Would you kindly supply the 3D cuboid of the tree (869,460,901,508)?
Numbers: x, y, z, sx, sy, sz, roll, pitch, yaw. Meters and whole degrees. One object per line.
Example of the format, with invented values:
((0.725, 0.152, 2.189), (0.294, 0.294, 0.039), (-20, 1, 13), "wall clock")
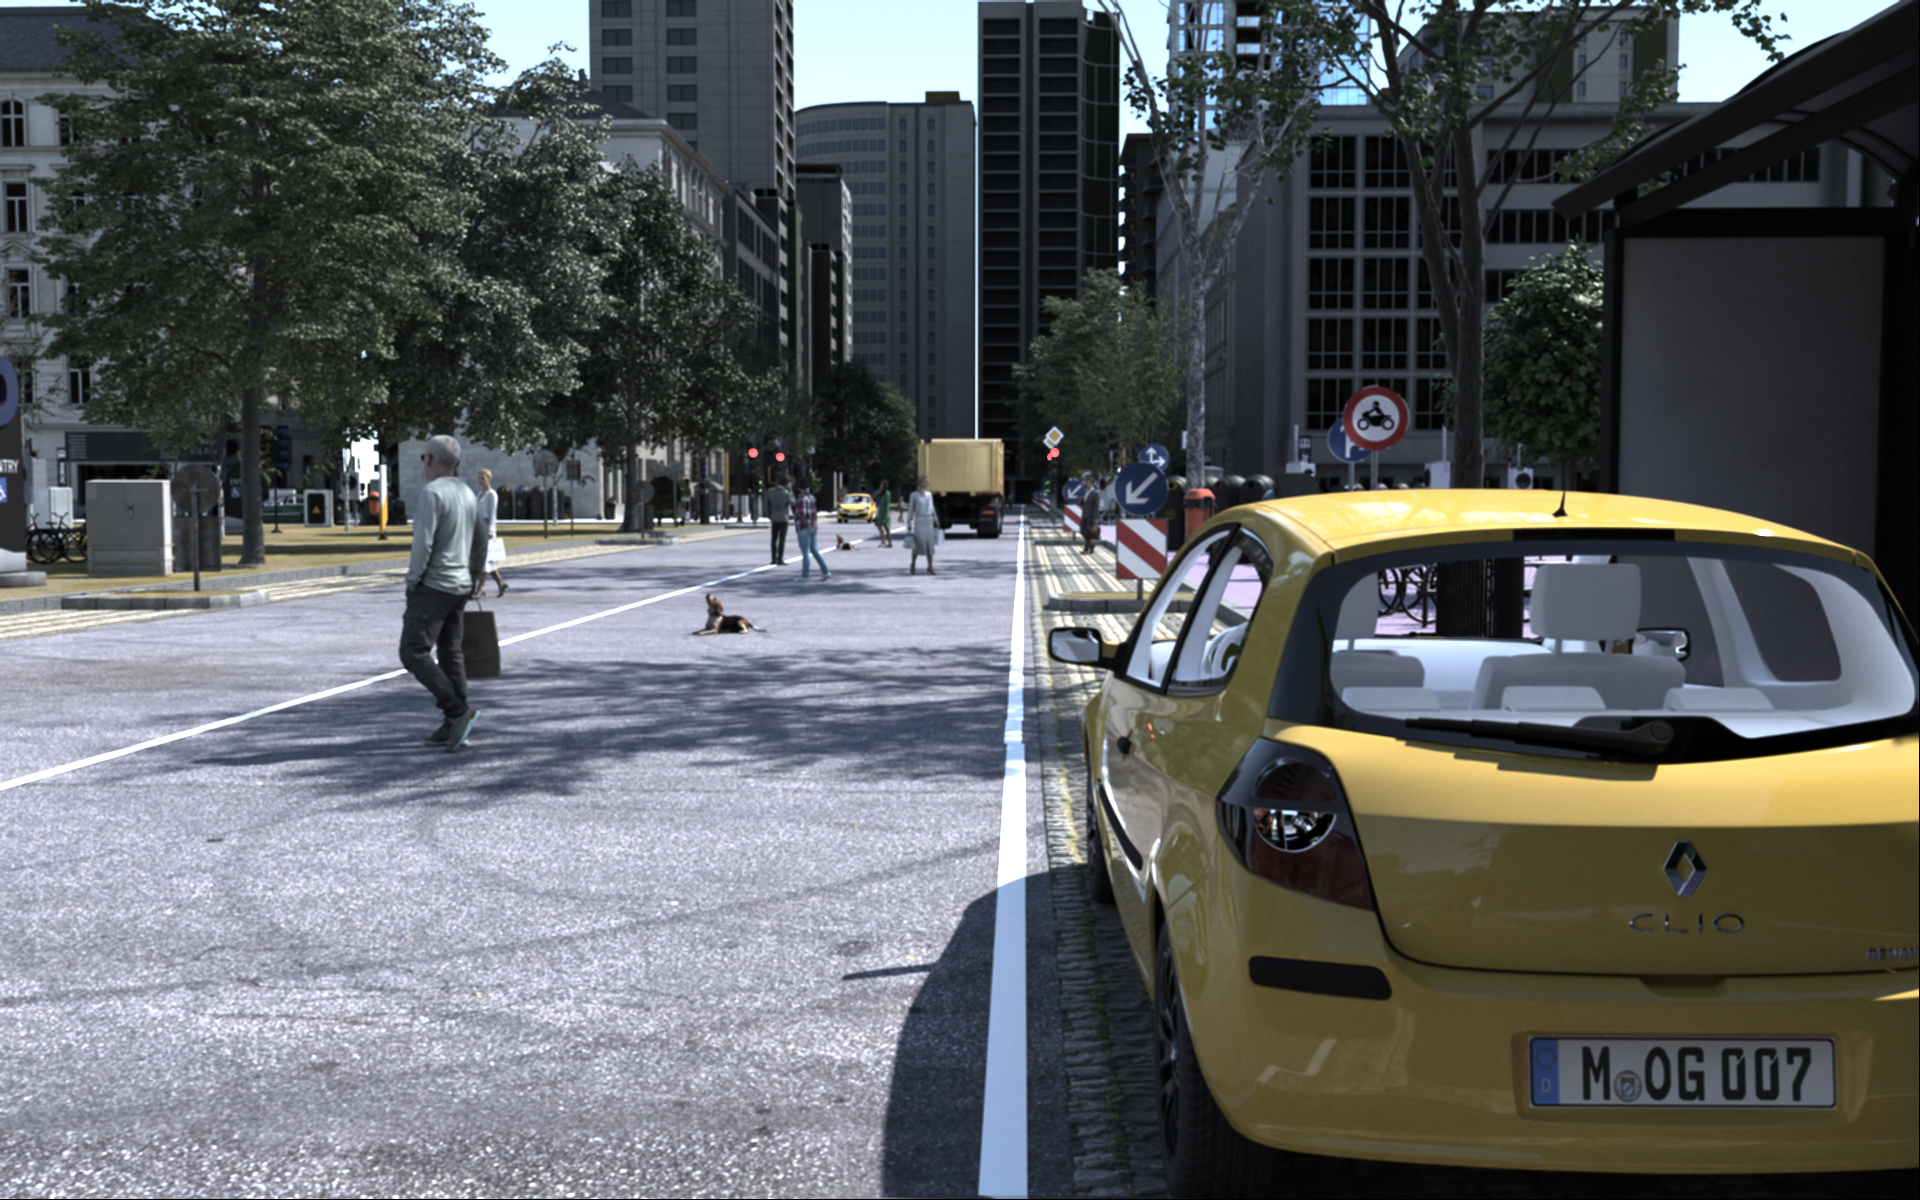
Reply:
((-7.163, -11.024, 163.957), (4.285, 4.588, 4.351), (0, 3, 0), "tree")

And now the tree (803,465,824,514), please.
((-9.820, -7.319, 114.271), (1.663, 3.219, 1.824), (0, 3, 0), "tree")

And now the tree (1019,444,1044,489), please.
((12.521, -18.943, 226.729), (9.611, 12.733, 9.660), (0, 3, 0), "tree")

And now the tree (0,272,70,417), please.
((-31.240, -6.440, 55.649), (4.360, 8.622, 3.978), (0, 3, 0), "tree")

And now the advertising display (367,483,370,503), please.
((-33.761, -5.763, 99.435), (0.123, 1.923, 0.974), (0, 4, 6), "advertising display")

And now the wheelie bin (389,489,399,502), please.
((-34.645, -6.034, 106.562), (0.693, 1.594, 0.980), (3, 5, 41), "wheelie bin")

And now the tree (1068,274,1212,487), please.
((6.027, -6.562, 57.653), (4.737, 8.622, 4.395), (0, 3, 0), "tree")

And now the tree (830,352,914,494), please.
((-8.915, -13.664, 140.417), (9.611, 12.733, 9.660), (0, 3, 0), "tree")

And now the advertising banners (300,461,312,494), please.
((-35.369, -5.891, 92.504), (0.090, 3.025, 2.074), (2, 4, 26), "advertising banners")

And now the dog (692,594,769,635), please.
((-2.355, 0.145, 17.814), (0.748, 0.427, 0.550), (0, 4, 1), "dog")

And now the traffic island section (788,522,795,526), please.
((-8.272, -3.534, 80.058), (2.009, 0.180, 2.903), (0, 4, 2), "traffic island section")

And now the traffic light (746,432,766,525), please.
((-8.522, -5.078, 71.942), (0.839, 4.253, 0.868), (0, 4, 2), "traffic light")

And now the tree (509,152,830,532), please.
((-11.114, -8.664, 58.668), (9.611, 12.733, 9.660), (0, 3, 0), "tree")

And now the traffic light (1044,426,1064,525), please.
((3.882, -5.051, 71.510), (0.839, 4.253, 0.868), (0, 4, 2), "traffic light")

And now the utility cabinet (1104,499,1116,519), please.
((7.242, -4.761, 86.520), (1.173, 1.500, 0.318), (-3, 5, -40), "utility cabinet")

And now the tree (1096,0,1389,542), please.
((6.227, -10.950, 34.929), (12.611, 20.169, 13.585), (0, 3, 0), "tree")

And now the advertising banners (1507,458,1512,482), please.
((26.006, -5.179, 80.859), (0.090, 3.025, 2.074), (-1, 4, -10), "advertising banners")

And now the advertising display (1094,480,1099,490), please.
((6.412, -4.692, 81.936), (0.123, 1.923, 0.974), (-2, 4, -30), "advertising display")

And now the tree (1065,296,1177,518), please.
((6.170, -7.030, 65.301), (4.360, 8.622, 3.978), (0, 3, 0), "tree")

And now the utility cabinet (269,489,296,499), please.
((-31.605, -4.414, 80.846), (1.173, 1.500, 0.318), (0, 4, 7), "utility cabinet")

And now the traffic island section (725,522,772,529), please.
((-8.561, -3.046, 72.079), (2.009, 0.180, 2.903), (0, 4, 2), "traffic island section")

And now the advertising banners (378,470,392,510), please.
((-42.643, -8.115, 128.867), (0.090, 3.025, 2.074), (1, 4, 16), "advertising banners")

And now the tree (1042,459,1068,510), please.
((9.047, -9.814, 144.166), (4.285, 4.588, 4.351), (0, 3, 0), "tree")

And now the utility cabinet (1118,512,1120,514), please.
((11.363, -6.705, 120.786), (1.020, 1.237, 0.306), (0, 4, 1), "utility cabinet")

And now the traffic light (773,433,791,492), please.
((-8.232, -5.566, 79.922), (0.839, 4.253, 0.868), (0, 4, 2), "traffic light")

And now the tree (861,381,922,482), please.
((-7.209, -15.685, 174.571), (7.486, 12.596, 7.792), (0, 3, 0), "tree")

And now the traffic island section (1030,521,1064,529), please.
((4.211, -3.506, 79.602), (2.009, 0.180, 2.903), (0, 4, 2), "traffic island section")

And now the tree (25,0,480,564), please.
((-12.598, -6.941, 31.610), (7.486, 12.596, 7.792), (0, 3, 0), "tree")

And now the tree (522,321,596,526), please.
((-16.230, -7.267, 69.170), (4.360, 8.622, 3.978), (0, 3, 0), "tree")

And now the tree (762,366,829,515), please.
((-9.813, -9.188, 100.585), (4.360, 8.622, 3.978), (0, 3, 0), "tree")

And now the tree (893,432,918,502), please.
((-6.353, -14.585, 188.828), (4.360, 8.622, 3.978), (0, 3, 0), "tree")

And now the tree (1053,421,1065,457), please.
((8.111, -9.728, 109.420), (4.360, 8.622, 3.978), (0, 3, 0), "tree")

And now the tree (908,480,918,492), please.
((-5.850, -14.389, 229.858), (1.663, 3.219, 1.824), (0, 3, 0), "tree")

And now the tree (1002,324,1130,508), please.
((8.144, -13.244, 123.189), (9.857, 13.997, 8.962), (0, 3, 0), "tree")

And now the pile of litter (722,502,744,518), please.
((-12.250, -4.904, 94.149), (1.176, 0.858, 1.719), (3, 4, 37), "pile of litter")

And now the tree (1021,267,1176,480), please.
((6.901, -10.301, 86.547), (7.486, 12.596, 7.792), (0, 3, 0), "tree")

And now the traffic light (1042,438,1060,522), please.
((4.172, -5.539, 79.490), (0.839, 4.253, 0.868), (0, 4, 2), "traffic light")

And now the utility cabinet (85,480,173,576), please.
((-12.934, -1.117, 26.948), (1.173, 1.500, 0.318), (0, 4, -3), "utility cabinet")

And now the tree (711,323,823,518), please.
((-10.790, -9.671, 92.534), (7.601, 10.594, 8.767), (0, 4, -1), "tree")

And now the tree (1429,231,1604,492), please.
((7.747, -2.321, 21.661), (4.285, 4.588, 4.351), (0, 3, 0), "tree")

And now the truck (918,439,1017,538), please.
((0.164, -3.891, 59.537), (3.469, 3.379, 9.791), (0, 4, 3), "truck")

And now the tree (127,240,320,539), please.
((-20.837, -6.019, 48.768), (4.737, 8.622, 4.395), (0, 3, 0), "tree")

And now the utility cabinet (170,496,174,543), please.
((-20.823, -2.092, 45.364), (0.306, 1.237, 1.020), (-2, 4, -33), "utility cabinet")

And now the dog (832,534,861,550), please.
((-2.898, -1.469, 44.212), (0.748, 0.427, 0.550), (0, 4, -1), "dog")

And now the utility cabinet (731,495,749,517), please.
((-12.166, -5.171, 95.714), (1.020, 1.237, 0.306), (2, 4, 30), "utility cabinet")

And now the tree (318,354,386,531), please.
((-21.513, -6.707, 60.024), (4.737, 8.622, 4.395), (0, 3, 0), "tree")

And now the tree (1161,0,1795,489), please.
((4.260, -5.448, 14.828), (9.928, 11.665, 9.643), (0, 3, 0), "tree")

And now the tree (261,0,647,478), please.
((-12.507, -8.274, 41.941), (9.857, 13.997, 8.962), (0, 3, 0), "tree")

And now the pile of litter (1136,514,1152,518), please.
((9.341, -4.737, 91.408), (1.719, 0.858, 1.176), (0, 4, 4), "pile of litter")
